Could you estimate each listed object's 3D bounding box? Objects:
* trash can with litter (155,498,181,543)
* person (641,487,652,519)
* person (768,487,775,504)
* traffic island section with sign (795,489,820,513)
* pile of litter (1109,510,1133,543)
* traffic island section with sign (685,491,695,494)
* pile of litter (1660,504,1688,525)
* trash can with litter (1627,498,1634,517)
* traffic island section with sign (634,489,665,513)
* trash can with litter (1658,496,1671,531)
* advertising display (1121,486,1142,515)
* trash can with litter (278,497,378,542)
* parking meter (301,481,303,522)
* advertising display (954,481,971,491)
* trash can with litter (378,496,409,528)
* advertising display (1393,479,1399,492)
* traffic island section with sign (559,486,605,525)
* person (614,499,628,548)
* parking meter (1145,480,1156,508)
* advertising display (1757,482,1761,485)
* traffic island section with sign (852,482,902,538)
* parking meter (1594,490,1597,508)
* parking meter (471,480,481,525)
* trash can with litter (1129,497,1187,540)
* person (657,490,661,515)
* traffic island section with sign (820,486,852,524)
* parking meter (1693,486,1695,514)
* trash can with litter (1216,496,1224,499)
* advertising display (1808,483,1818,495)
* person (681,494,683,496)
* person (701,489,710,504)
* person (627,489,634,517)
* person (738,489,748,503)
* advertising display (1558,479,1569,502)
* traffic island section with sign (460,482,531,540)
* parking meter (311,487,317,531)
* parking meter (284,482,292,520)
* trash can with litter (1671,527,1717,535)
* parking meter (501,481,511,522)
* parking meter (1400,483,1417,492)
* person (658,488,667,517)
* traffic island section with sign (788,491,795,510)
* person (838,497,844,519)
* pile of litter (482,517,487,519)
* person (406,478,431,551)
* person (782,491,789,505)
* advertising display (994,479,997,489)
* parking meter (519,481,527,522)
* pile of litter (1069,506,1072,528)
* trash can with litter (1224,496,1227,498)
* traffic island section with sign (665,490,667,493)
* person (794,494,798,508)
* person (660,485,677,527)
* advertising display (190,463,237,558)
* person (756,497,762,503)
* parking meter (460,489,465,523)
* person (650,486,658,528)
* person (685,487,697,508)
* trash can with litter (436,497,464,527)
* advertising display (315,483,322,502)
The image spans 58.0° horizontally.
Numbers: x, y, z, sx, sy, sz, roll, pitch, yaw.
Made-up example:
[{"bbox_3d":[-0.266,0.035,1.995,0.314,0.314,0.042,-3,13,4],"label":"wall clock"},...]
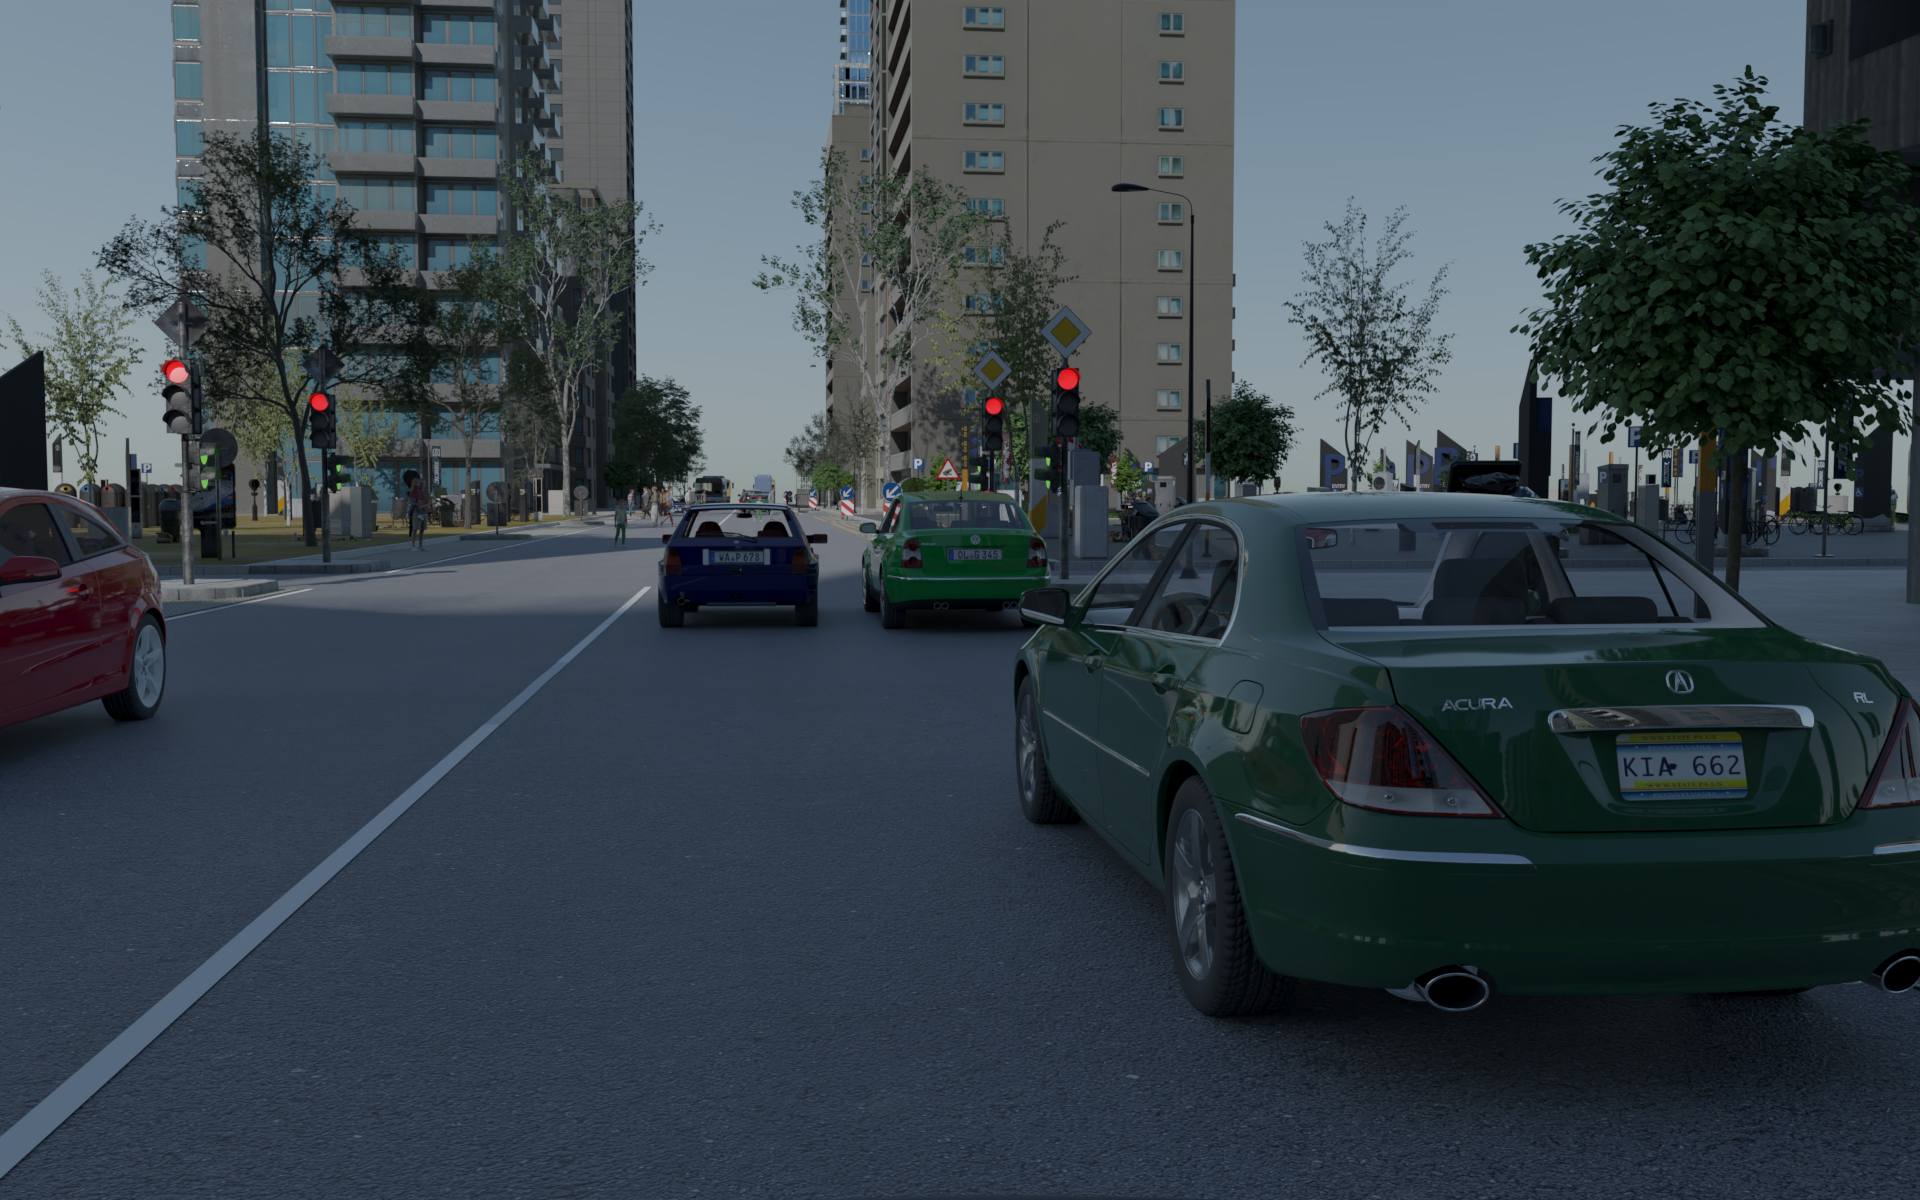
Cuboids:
[{"bbox_3d":[-20.687,-2.078,45.354,0.624,1.170,1.055,-1,4,-11],"label":"trash can with litter"},{"bbox_3d":[-18.114,-5.608,100.158,0.822,1.834,0.622,-3,4,-36],"label":"person"},{"bbox_3d":[-10.235,-5.244,94.335,0.391,1.810,0.635,0,4,2],"label":"person"},{"bbox_3d":[-11.378,-7.561,132.253,1.989,1.847,2.006,0,4,-7],"label":"traffic island section with sign"},{"bbox_3d":[4.264,-1.978,46.298,1.176,0.858,1.719,3,5,41],"label":"pile of litter"},{"bbox_3d":[-33.348,-12.476,212.602,1.989,1.847,2.006,0,4,-7],"label":"traffic island section with sign"},{"bbox_3d":[30.218,-3.638,73.441,1.719,0.858,1.176,-2,4,-35],"label":"pile of litter"},{"bbox_3d":[37.981,-5.311,98.221,1.055,1.170,0.624,1,4,14],"label":"trash can with litter"},{"bbox_3d":[-23.738,-7.538,131.878,1.989,1.847,2.006,0,4,-7],"label":"traffic island section with sign"},{"bbox_3d":[24.473,-3.089,61.563,2.233,1.210,1.678,0,4,5],"label":"trash can with litter"},{"bbox_3d":[7.689,-4.431,77.652,0.974,1.923,0.123,-1,4,-11],"label":"advertising display"},{"bbox_3d":[-17.387,-2.229,47.504,2.233,1.210,1.678,0,4,-5],"label":"trash can with litter"},{"bbox_3d":[-29.647,-4.459,78.613,0.255,1.863,0.399,2,4,24],"label":"parking meter"},{"bbox_3d":[0.133,-4.924,85.728,0.974,1.923,0.123,-3,4,-37],"label":"advertising display"},{"bbox_3d":[-21.687,-3.355,65.905,2.233,1.210,1.678,0,4,-2],"label":"trash can with litter"},{"bbox_3d":[18.422,-4.213,74.089,0.974,1.923,0.123,-3,5,-41],"label":"advertising display"},{"bbox_3d":[-17.690,-4.429,81.036,1.989,1.847,2.006,0,4,-7],"label":"traffic island section with sign"},{"bbox_3d":[-9.122,-2.066,46.525,0.306,1.304,0.590,-2,4,-35],"label":"person"},{"bbox_3d":[7.927,-4.059,72.081,0.399,1.863,0.255,1,4,18],"label":"parking meter"},{"bbox_3d":[42.986,-5.365,92.930,0.974,1.923,0.123,-3,5,-43],"label":"advertising display"},{"bbox_3d":[-2.384,-2.940,56.702,1.989,1.847,2.006,0,4,-7],"label":"traffic island section with sign"},{"bbox_3d":[25.074,-3.640,67.918,0.372,1.533,0.369,0,3,0],"label":"parking meter"},{"bbox_3d":[-20.375,-4.106,72.850,0.255,1.863,0.399,1,4,18],"label":"parking meter"},{"bbox_3d":[3.799,-1.380,33.953,0.624,1.170,1.055,-3,4,-36],"label":"trash can with litter"},{"bbox_3d":[-20.916,-6.797,120.355,0.721,1.735,1.217,3,5,43],"label":"person"},{"bbox_3d":[-5.577,-4.577,83.468,1.989,1.847,2.006,0,4,-7],"label":"traffic island section with sign"},{"bbox_3d":[46.001,-6.268,108.191,0.399,1.863,0.255,0,4,3],"label":"parking meter"},{"bbox_3d":[13.335,-4.821,90.203,1.055,1.170,0.624,-3,4,-36],"label":"trash can with litter"},{"bbox_3d":[49.790,-5.867,101.139,0.974,1.923,0.123,-3,5,-39],"label":"advertising display"},{"bbox_3d":[-31.503,-11.301,196.499,0.991,1.433,0.599,1,4,11],"label":"person"},{"bbox_3d":[-20.258,-7.885,137.424,0.705,1.824,1.348,1,4,20],"label":"person"},{"bbox_3d":[-20.417,-5.995,107.351,0.643,1.720,0.563,-2,4,-35],"label":"person"},{"bbox_3d":[-16.874,-7.744,135.107,0.705,1.826,1.348,1,4,23],"label":"person"},{"bbox_3d":[25.529,-4.149,73.050,0.974,1.923,0.123,-3,5,-41],"label":"advertising display"},{"bbox_3d":[-14.514,-2.791,54.268,1.989,1.847,2.006,0,4,-7],"label":"traffic island section with sign"},{"bbox_3d":[-22.458,-3.147,59.870,0.372,1.533,0.369,0,3,0],"label":"parking meter"},{"bbox_3d":[-32.972,-4.849,84.994,0.255,1.863,0.399,0,4,3],"label":"parking meter"},{"bbox_3d":[23.650,-2.671,54.725,1.678,1.210,2.233,2,4,32],"label":"trash can with litter"},{"bbox_3d":[-20.541,-4.442,78.331,0.399,1.863,0.255,1,4,13],"label":"parking meter"},{"bbox_3d":[10.172,-1.891,39.331,0.372,1.533,0.369,0,3,0],"label":"parking meter"},{"bbox_3d":[-18.806,-6.182,109.664,1.348,1.812,0.705,0,4,4],"label":"person"},{"bbox_3d":[-14.559,-9.198,159.021,1.989,1.847,2.006,0,4,-7],"label":"traffic island section with sign"},{"bbox_3d":[-6.630,-5.175,97.376,0.475,1.303,0.640,-2,4,-23],"label":"person"},{"bbox_3d":[-24.296,-4.684,90.550,1.176,0.858,1.719,-3,5,-39],"label":"pile of litter"},{"bbox_3d":[-13.539,-2.129,43.291,0.573,1.828,0.580,0,4,-5],"label":"person"},{"bbox_3d":[-18.157,-10.458,180.012,0.750,1.759,0.617,0,4,-1],"label":"person"},{"bbox_3d":[1.160,-4.346,76.277,0.974,1.923,0.123,2,4,31],"label":"advertising display"},{"bbox_3d":[-19.853,-4.466,78.730,0.255,1.863,0.399,0,4,0],"label":"parking meter"},{"bbox_3d":[4.437,-3.169,65.784,1.176,0.858,1.719,-1,4,-19],"label":"pile of litter"},{"bbox_3d":[15.902,-5.560,101.963,2.233,1.210,1.678,1,4,8],"label":"trash can with litter"},{"bbox_3d":[-26.930,-9.175,158.644,1.989,1.847,2.006,0,4,-7],"label":"traffic island section with sign"},{"bbox_3d":[-16.667,-10.289,177.657,0.756,1.711,0.436,-3,4,-36],"label":"person"},{"bbox_3d":[-12.740,-4.103,75.677,0.778,1.811,0.616,1,4,9],"label":"person"},{"bbox_3d":[-15.009,-1.801,34.658,0.974,1.923,0.123,-1,4,-15],"label":"advertising display"},{"bbox_3d":[-10.415,-4.698,89.567,0.590,1.304,0.306,2,4,35],"label":"person"},{"bbox_3d":[-21.616,-4.110,75.609,0.372,1.533,0.369,0,3,0],"label":"parking meter"},{"bbox_3d":[-13.064,-3.968,73.927,0.362,1.759,0.519,0,4,3],"label":"person"},{"bbox_3d":[-15.179,-5.455,97.782,0.679,1.850,0.850,-1,4,-17],"label":"person"},{"bbox_3d":[-19.624,-3.387,66.759,0.624,1.170,1.055,2,4,33],"label":"trash can with litter"},{"bbox_3d":[-36.301,-5.711,98.584,0.123,1.923,0.974,2,4,26],"label":"advertising display"}]
